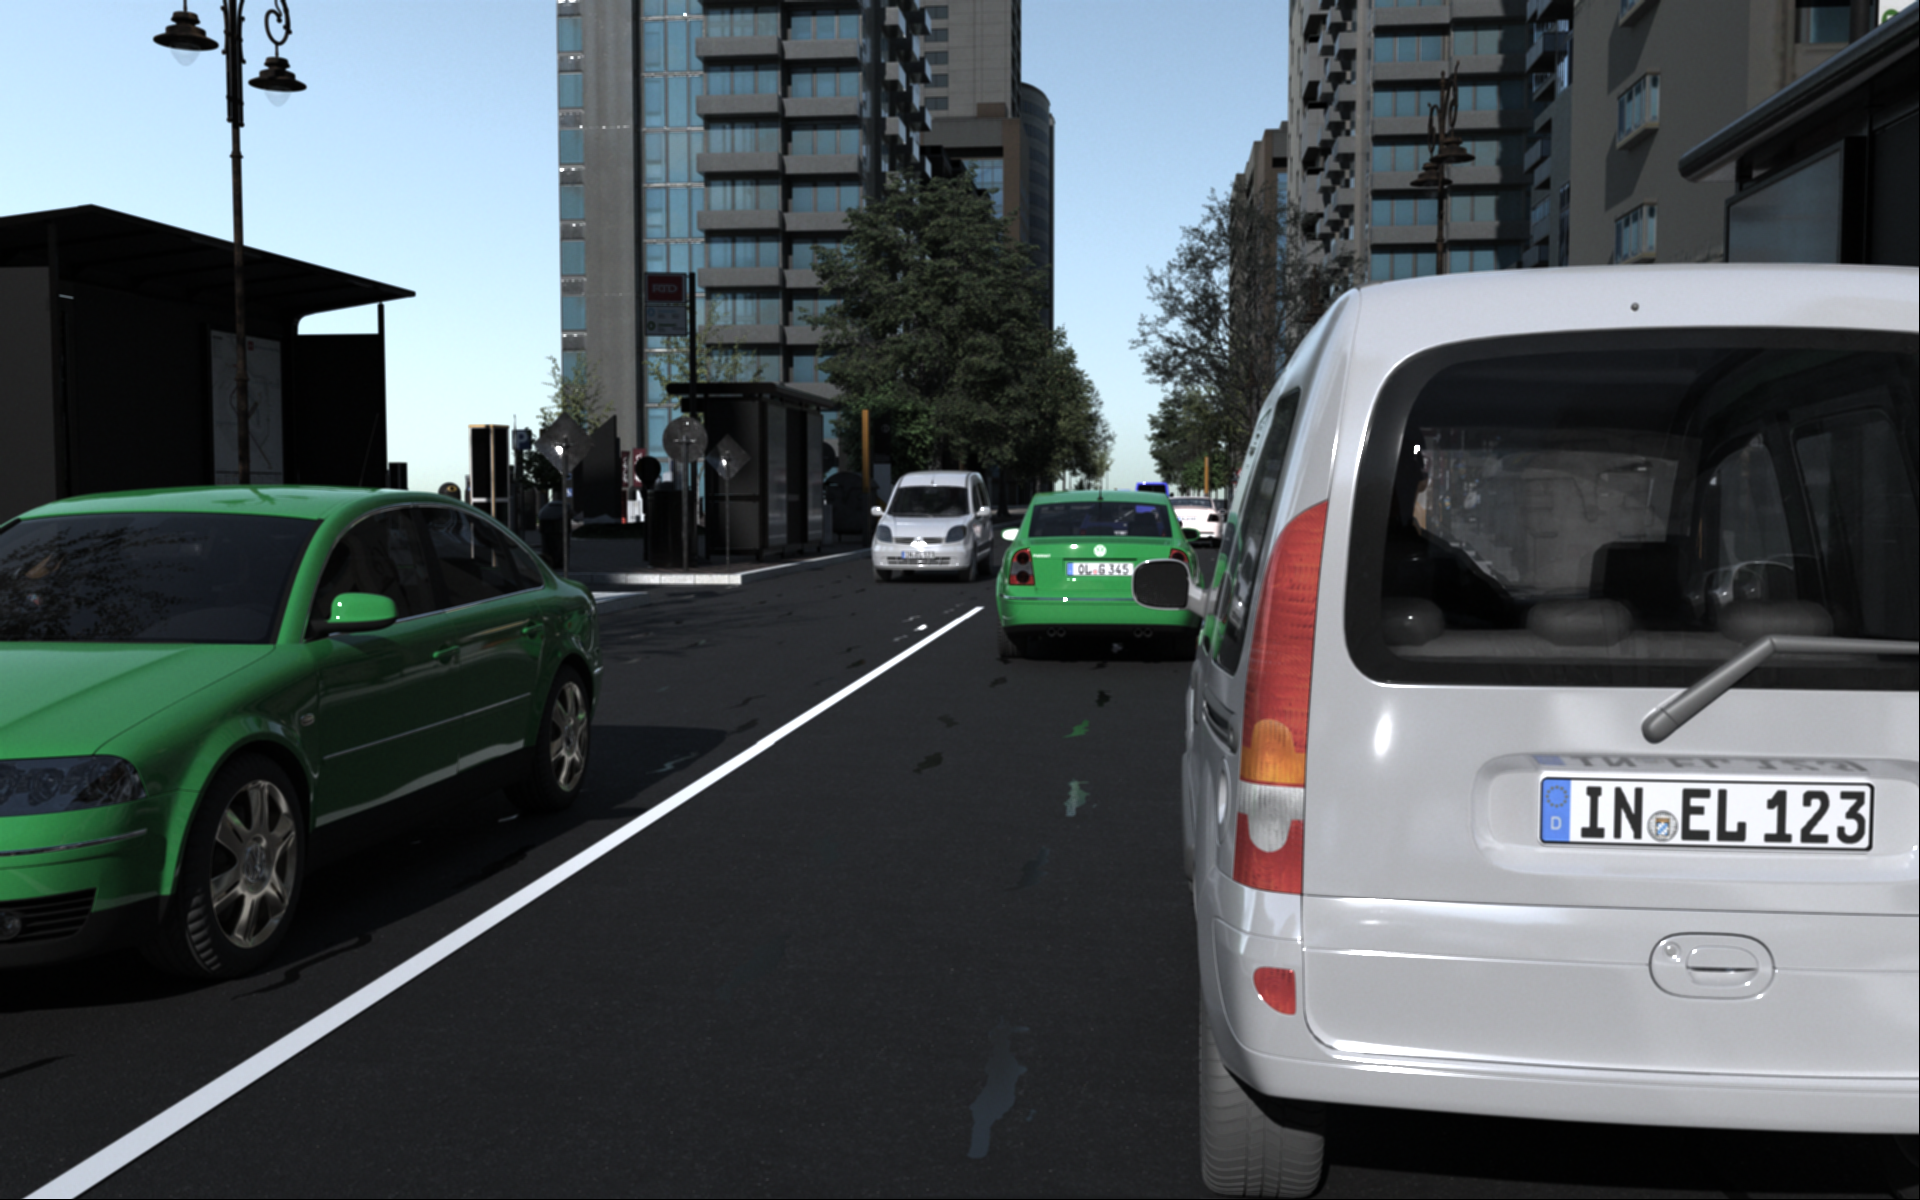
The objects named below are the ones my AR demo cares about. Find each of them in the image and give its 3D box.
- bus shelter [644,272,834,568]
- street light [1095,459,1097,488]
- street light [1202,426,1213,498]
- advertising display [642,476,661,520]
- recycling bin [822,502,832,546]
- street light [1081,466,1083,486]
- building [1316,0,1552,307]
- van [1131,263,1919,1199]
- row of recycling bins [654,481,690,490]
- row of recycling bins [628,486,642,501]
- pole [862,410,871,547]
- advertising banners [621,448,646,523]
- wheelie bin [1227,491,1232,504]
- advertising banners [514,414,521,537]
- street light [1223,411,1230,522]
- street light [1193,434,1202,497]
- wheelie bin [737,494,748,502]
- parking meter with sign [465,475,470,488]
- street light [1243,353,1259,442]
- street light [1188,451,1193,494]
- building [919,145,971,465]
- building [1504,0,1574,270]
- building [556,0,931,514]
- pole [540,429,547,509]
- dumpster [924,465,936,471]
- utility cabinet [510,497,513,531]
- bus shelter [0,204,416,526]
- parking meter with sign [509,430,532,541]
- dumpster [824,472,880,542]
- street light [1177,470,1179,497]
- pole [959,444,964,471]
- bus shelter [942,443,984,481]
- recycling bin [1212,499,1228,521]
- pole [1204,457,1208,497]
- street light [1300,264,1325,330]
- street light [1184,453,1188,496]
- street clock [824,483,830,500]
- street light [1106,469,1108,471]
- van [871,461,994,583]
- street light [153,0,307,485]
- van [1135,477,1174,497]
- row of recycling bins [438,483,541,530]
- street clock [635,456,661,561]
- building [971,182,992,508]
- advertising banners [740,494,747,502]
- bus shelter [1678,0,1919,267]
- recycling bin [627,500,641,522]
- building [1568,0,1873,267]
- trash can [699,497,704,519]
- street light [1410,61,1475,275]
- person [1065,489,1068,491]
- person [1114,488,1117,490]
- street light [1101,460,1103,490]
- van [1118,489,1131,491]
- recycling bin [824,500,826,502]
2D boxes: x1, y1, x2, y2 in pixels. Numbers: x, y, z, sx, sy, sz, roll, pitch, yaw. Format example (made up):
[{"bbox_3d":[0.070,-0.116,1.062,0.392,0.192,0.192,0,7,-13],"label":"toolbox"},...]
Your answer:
[{"bbox_3d":[-4.337,-3.448,34.014,2.179,5.291,8.768,0,4,6],"label":"bus shelter"},{"bbox_3d":[16.488,-14.568,210.975,0.468,5.910,1.993,0,4,7],"label":"street light"},{"bbox_3d":[15.684,-8.349,109.299,0.468,5.910,1.993,0,4,7],"label":"street light"},{"bbox_3d":[-10.697,-3.361,60.166,0.123,1.923,0.974,2,4,25],"label":"advertising display"},{"bbox_3d":[-3.637,-1.843,42.694,0.722,1.027,0.722,3,4,37],"label":"recycling bin"},{"bbox_3d":[12.157,-12.209,172.404,0.468,5.910,1.993,0,4,7],"label":"street light"},{"bbox_3d":[37.648,-30.886,124.599,23.786,49.044,30.456,0,4,7],"label":"building"},{"bbox_3d":[1.473,0.135,4.808,2.013,2.044,4.112,0,4,7],"label":"van"},{"bbox_3d":[-9.509,-3.055,57.057,1.069,1.692,3.534,0,4,-3],"label":"row of recycling bins"},{"bbox_3d":[-13.998,-4.257,76.712,1.069,1.692,3.534,0,4,2],"label":"row of recycling bins"},{"bbox_3d":[-2.266,-2.940,41.906,0.158,3.312,0.155,0,3,0],"label":"pole"},{"bbox_3d":[-12.946,-4.265,65.926,2.074,3.025,0.090,0,4,4],"label":"advertising banners"},{"bbox_3d":[15.917,-5.689,100.928,0.693,1.594,0.980,0,4,3],"label":"wheelie bin"},{"bbox_3d":[-9.994,-2.621,39.045,0.090,3.025,2.074,-1,4,-12],"label":"advertising banners"},{"bbox_3d":[12.152,-6.504,79.134,0.468,5.910,1.993,0,4,7],"label":"street light"},{"bbox_3d":[18.282,-9.761,132.386,0.468,5.910,1.993,0,4,7],"label":"street light"},{"bbox_3d":[-13.216,-5.983,105.731,0.693,1.594,0.980,-3,5,-42],"label":"wheelie bin"},{"bbox_3d":[-19.599,-4.515,70.075,1.738,3.016,0.543,1,4,18],"label":"parking meter with sign"},{"bbox_3d":[9.562,-5.153,57.038,0.468,5.910,1.993,0,4,7],"label":"street light"},{"bbox_3d":[21.008,-11.175,155.497,0.468,5.910,1.993,0,4,7],"label":"street light"},{"bbox_3d":[-7.088,-22.767,143.946,14.160,30.474,14.107,0,4,7],"label":"building"},{"bbox_3d":[35.559,-46.958,80.439,22.319,86.520,31.000,0,4,7],"label":"building"},{"bbox_3d":[-14.070,-30.655,120.814,23.786,49.044,30.456,0,4,7],"label":"building"},{"bbox_3d":[-13.004,-3.686,54.102,0.158,3.312,0.155,0,3,0],"label":"pole"},{"bbox_3d":[-1.317,-3.355,57.342,1.502,2.255,1.985,0,4,6],"label":"dumpster"},{"bbox_3d":[-10.792,-1.809,40.731,0.306,1.237,1.020,-2,4,-31],"label":"utility cabinet"},{"bbox_3d":[-7.532,-1.589,17.267,1.731,3.624,6.357,0,4,7],"label":"bus shelter"},{"bbox_3d":[-12.070,-3.050,46.134,0.543,3.016,1.738,1,4,15],"label":"parking meter with sign"},{"bbox_3d":[-2.876,-2.445,45.735,1.264,1.857,1.865,0,4,6],"label":"dumpster"},{"bbox_3d":[30.378,-16.210,237.828,0.468,5.910,1.993,0,4,7],"label":"street light"},{"bbox_3d":[0.072,-4.697,70.637,0.158,3.312,0.155,0,3,0],"label":"pole"},{"bbox_3d":[0.246,-5.195,76.223,1.731,3.624,6.357,0,4,7],"label":"bus shelter"},{"bbox_3d":[12.251,-4.215,81.477,0.722,1.027,0.722,2,4,32],"label":"recycling bin"},{"bbox_3d":[13.417,-6.147,94.343,0.158,3.312,0.155,0,3,0],"label":"pole"},{"bbox_3d":[7.122,-3.800,34.925,0.468,5.910,1.993,0,4,7],"label":"street light"},{"bbox_3d":[23.580,-12.561,178.153,0.468,5.910,1.993,0,4,7],"label":"street light"},{"bbox_3d":[-8.131,-6.151,105.133,0.471,2.002,0.358,0,4,-1],"label":"street clock"},{"bbox_3d":[21.690,-17.277,255.270,0.468,5.910,1.993,0,4,7],"label":"street light"},{"bbox_3d":[-0.413,-1.369,29.391,2.013,2.044,4.112,0,4,7],"label":"van"},{"bbox_3d":[-5.975,-2.543,14.371,0.468,5.910,1.993,0,4,7],"label":"street light"},{"bbox_3d":[10.266,-5.385,92.424,2.240,2.365,5.245,0,4,7],"label":"van"},{"bbox_3d":[-16.956,-3.365,62.123,3.534,1.692,1.069,0,4,1],"label":"row of recycling bins"},{"bbox_3d":[-5.994,-1.757,33.296,0.471,2.002,0.358,-1,4,-20],"label":"street clock"},{"bbox_3d":[-4.745,-23.625,157.963,14.160,30.474,14.107,0,4,7],"label":"building"},{"bbox_3d":[-10.010,-5.330,83.332,0.090,3.025,2.074,-3,4,-39],"label":"advertising banners"},{"bbox_3d":[5.232,-1.906,8.797,2.179,5.291,8.768,0,4,7],"label":"bus shelter"},{"bbox_3d":[-12.946,-3.398,68.115,0.722,1.027,0.722,-1,4,-13],"label":"recycling bin"},{"bbox_3d":[27.235,-25.629,42.733,21.600,48.544,21.300,0,4,7],"label":"building"},{"bbox_3d":[-13.811,-4.854,91.018,0.748,1.137,0.748,0,3,0],"label":"trash can"},{"bbox_3d":[5.274,-2.832,19.091,0.468,5.910,1.993,0,4,7],"label":"street light"},{"bbox_3d":[6.674,-6.003,107.439,1.217,1.735,0.721,-2,4,-29],"label":"person"},{"bbox_3d":[10.397,-6.543,115.607,1.348,1.807,0.705,-1,4,-13],"label":"person"},{"bbox_3d":[19.054,-15.920,233.074,0.468,5.910,1.993,0,4,7],"label":"street light"},{"bbox_3d":[21.039,-13.346,222.584,2.240,2.365,5.245,0,4,8],"label":"van"},{"bbox_3d":[-5.862,-3.719,73.359,0.722,1.027,0.722,0,4,-6],"label":"recycling bin"}]
